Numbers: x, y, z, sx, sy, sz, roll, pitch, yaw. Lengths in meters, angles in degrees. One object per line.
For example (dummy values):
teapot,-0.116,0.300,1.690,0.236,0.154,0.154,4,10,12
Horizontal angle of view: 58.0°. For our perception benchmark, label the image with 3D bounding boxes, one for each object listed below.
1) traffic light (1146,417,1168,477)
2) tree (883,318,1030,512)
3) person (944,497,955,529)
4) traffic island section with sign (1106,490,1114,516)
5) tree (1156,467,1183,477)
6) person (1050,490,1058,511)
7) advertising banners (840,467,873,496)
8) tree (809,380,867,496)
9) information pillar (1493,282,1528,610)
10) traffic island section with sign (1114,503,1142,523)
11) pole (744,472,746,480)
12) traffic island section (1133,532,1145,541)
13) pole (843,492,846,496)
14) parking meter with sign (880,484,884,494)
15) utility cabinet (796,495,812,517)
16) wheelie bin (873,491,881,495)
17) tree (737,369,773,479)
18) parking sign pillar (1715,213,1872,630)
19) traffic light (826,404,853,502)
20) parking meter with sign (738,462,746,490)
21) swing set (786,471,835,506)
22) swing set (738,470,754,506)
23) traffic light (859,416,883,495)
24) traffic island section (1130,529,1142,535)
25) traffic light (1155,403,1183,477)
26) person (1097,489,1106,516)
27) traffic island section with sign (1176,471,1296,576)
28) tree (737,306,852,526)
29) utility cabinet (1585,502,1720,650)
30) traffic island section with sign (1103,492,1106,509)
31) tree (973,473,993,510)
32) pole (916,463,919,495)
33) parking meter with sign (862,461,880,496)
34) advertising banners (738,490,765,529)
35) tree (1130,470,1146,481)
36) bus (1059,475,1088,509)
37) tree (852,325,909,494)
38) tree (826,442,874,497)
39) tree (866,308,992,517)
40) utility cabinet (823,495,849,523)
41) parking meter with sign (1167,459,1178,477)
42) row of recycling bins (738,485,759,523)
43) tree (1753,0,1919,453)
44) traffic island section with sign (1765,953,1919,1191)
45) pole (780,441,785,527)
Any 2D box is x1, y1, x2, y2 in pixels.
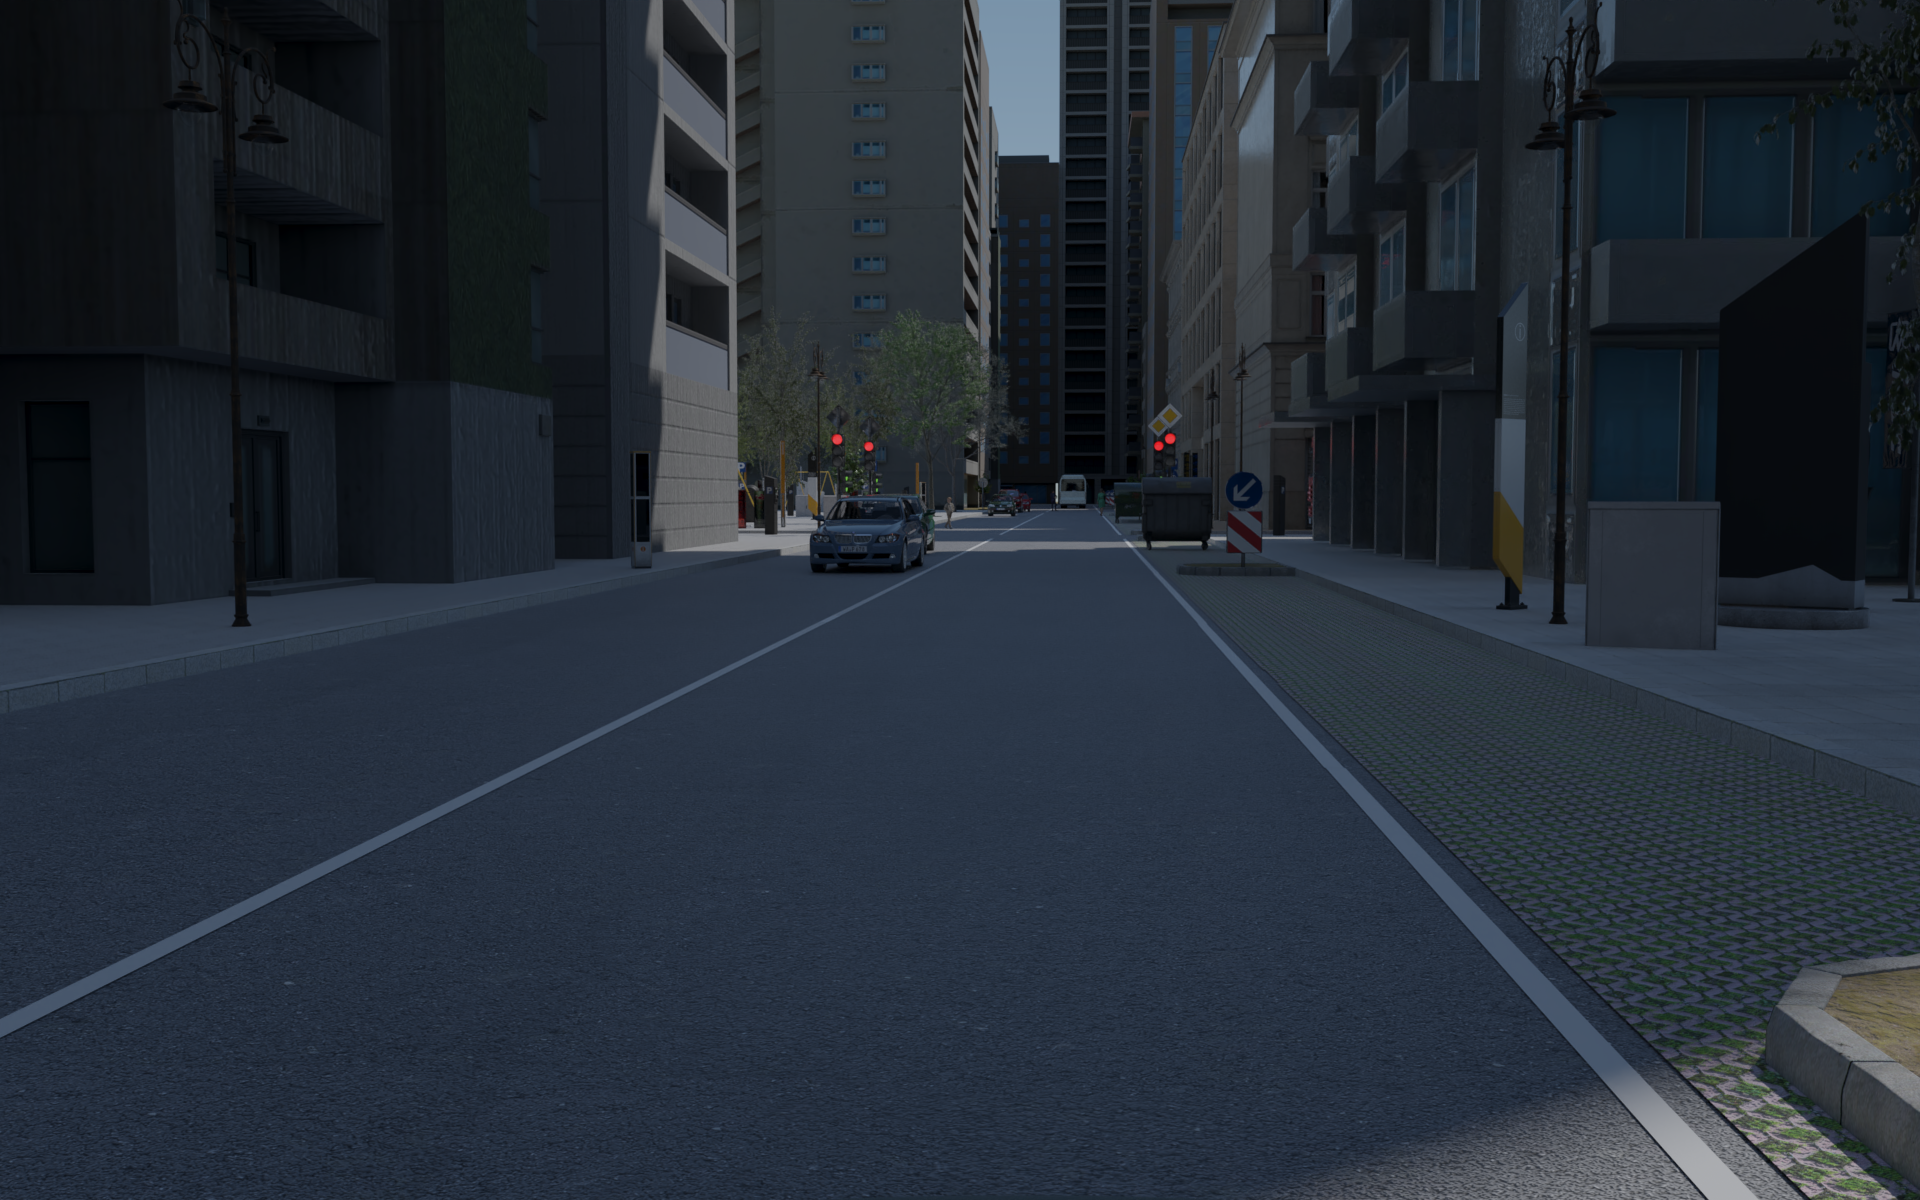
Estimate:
traffic light,7.020,-4.438,61.484,0.839,4.253,0.868,0,4,4
tree,-0.519,-12.947,122.059,12.009,13.543,11.850,0,3,0
person,-0.429,-3.552,70.848,0.475,1.303,0.640,-3,5,-41
traffic island section with sign,10.741,-6.406,113.366,1.989,1.847,2.006,0,4,4
tree,11.813,-6.290,97.435,1.663,3.219,1.824,0,3,0
person,7.958,-8.363,145.685,0.683,1.767,0.568,-3,5,-39
advertising banners,-4.915,-5.158,80.514,2.074,3.025,0.090,2,4,31
tree,-7.715,-9.782,110.290,4.737,8.622,4.395,0,3,0
information pillar,6.087,-1.699,19.138,0.504,3.616,0.183,-3,5,-40
traffic island section with sign,8.836,-4.761,86.478,1.989,1.847,2.006,0,4,4
pole,-15.932,-8.236,128.508,0.158,3.312,0.155,0,3,0
traffic island section,6.494,-1.917,53.630,2.009,0.180,2.903,0,4,4
pole,-5.714,-5.607,85.525,0.158,3.312,0.155,0,3,0
parking meter with sign,-6.161,-8.316,132.219,1.738,3.016,0.543,-1,4,-20
utility cabinet,-8.769,-5.294,97.726,1.020,1.237,0.306,1,4,22
wheelie bin,-6.001,-7.101,124.015,0.693,1.594,0.980,0,4,-7
tree,-12.665,-9.041,98.181,4.737,8.622,4.395,0,3,0
parking sign pillar,8.129,-1.740,16.917,1.447,3.967,1.447,3,5,39
traffic light,-3.782,-3.994,54.225,0.839,4.253,0.868,0,4,4
parking meter with sign,-11.832,-5.964,93.765,0.543,3.016,1.738,-1,4,-9
swing set,-10.399,-7.521,120.582,3.119,2.851,2.862,2,4,34
swing set,-10.457,-4.768,75.577,2.862,2.851,3.119,1,4,11
traffic light,-3.217,-4.481,62.190,0.839,4.253,0.868,0,4,4
traffic island section,7.059,-2.405,61.595,2.009,0.180,2.903,0,4,4
traffic light,6.455,-3.951,53.519,0.839,4.253,0.868,0,4,4
person,9.264,-6.403,113.442,0.600,1.795,0.529,1,4,13
traffic island section with sign,4.899,-1.366,30.968,1.989,1.847,2.006,0,4,4
tree,-6.763,-7.238,68.706,4.360,8.622,3.978,0,3,0
utility cabinet,5.797,-0.205,14.509,1.020,1.237,0.306,2,4,24
traffic island section with sign,16.235,-11.154,190.995,1.989,1.847,2.006,0,4,4
tree,2.092,-9.108,143.518,1.663,3.219,1.824,0,3,0
pole,-2.784,-7.283,112.928,0.158,3.312,0.155,0,3,0
parking meter with sign,-4.813,-5.716,89.716,0.543,3.016,1.738,1,4,17
advertising banners,-8.158,-4.167,64.317,2.074,3.025,0.090,-1,4,-14
tree,14.637,-8.796,138.421,1.663,3.219,1.824,0,3,0
bus,11.376,-10.934,173.625,2.948,3.499,13.247,0,4,4
tree,-4.024,-7.683,75.974,4.360,8.622,3.978,0,3,0
tree,-4.012,-4.253,64.131,1.663,3.219,1.824,0,3,0
tree,-1.768,-10.514,97.652,9.928,11.665,9.643,0,3,0
utility cabinet,-5.131,-3.699,71.638,1.020,1.237,0.306,0,4,2
parking meter with sign,10.331,-5.373,84.110,0.543,3.016,1.738,0,4,5
row of recycling bins,-10.571,-4.378,78.696,3.534,1.692,1.069,2,4,31
tree,6.621,-3.706,10.950,4.360,8.622,3.978,0,3,0
traffic island section with sign,2.978,0.296,3.791,1.989,1.847,2.006,0,4,4
pole,-6.810,-4.448,66.562,0.158,3.312,0.155,0,3,0
